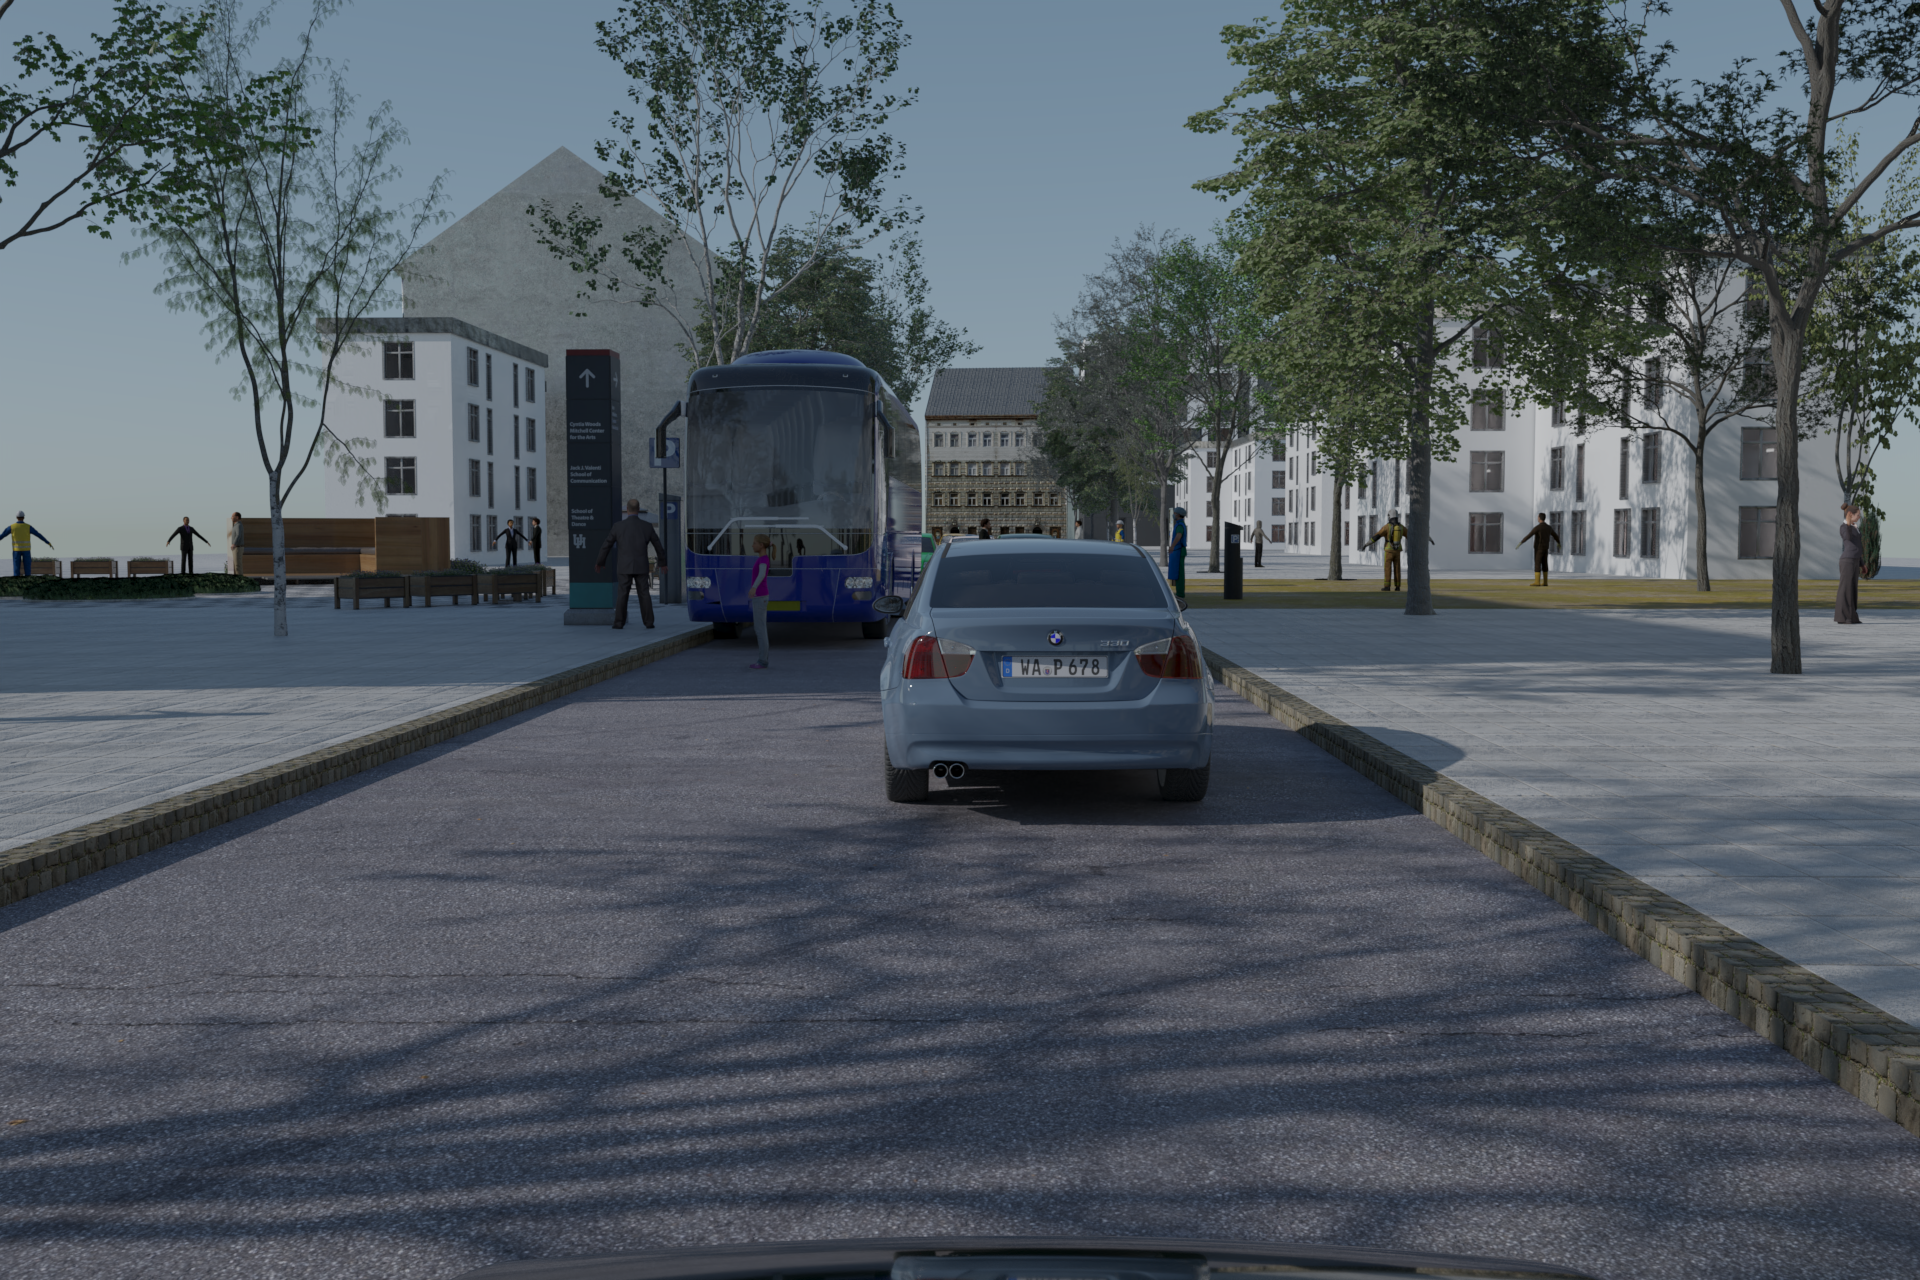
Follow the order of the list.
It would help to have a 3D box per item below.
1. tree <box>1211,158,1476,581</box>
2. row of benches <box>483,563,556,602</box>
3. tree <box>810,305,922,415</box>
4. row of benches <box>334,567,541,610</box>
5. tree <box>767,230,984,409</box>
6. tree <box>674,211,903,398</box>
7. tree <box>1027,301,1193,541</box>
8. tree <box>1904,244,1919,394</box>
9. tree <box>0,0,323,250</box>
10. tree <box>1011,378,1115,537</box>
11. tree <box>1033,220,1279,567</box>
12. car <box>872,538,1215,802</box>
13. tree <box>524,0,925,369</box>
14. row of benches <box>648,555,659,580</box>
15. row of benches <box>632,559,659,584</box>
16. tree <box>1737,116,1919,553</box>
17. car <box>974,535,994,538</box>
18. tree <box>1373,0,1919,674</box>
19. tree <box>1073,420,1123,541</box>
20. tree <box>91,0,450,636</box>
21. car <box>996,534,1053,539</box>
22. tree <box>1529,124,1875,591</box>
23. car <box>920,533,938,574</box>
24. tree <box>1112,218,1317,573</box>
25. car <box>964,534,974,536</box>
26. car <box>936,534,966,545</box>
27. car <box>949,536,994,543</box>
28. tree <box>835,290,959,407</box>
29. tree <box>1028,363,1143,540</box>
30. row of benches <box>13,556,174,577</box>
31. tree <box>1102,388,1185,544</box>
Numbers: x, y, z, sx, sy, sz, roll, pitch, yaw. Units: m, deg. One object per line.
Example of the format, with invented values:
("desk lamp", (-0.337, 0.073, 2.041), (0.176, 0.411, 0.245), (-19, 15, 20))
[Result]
("tree", (10.564, -7.454, 47.626), (9.928, 11.665, 9.643), (0, 3, 0))
("row of benches", (-8.803, -1.186, 34.862), (1.422, 0.672, 4.104), (0, 4, -2))
("tree", (-6.621, -11.471, 94.208), (9.857, 13.997, 8.962), (0, 3, 0))
("row of benches", (-9.338, -0.948, 30.959), (1.422, 0.672, 4.104), (3, 4, 37))
("tree", (-5.309, -15.407, 107.796), (12.611, 20.169, 13.585), (0, 3, 0))
("tree", (-6.823, -9.989, 69.976), (9.857, 13.997, 8.962), (0, 3, 0))
("tree", (8.581, -11.608, 96.449), (9.857, 13.997, 8.962), (0, 3, 0))
("tree", (23.743, -5.459, 39.622), (4.737, 8.622, 4.395), (0, 3, 0))
("tree", (-8.583, -5.358, 13.362), (9.928, 11.665, 9.643), (0, 3, 0))
("tree", (8.941, -13.690, 134.200), (12.009, 13.543, 11.850), (0, 3, 0))
("tree", (7.964, -9.630, 67.817), (12.009, 13.543, 11.850), (0, 3, 0))
("car", (0.451, 0.088, 10.566), (2.014, 1.417, 4.499), (0, 4, 0))
("tree", (-7.080, -12.144, 54.436), (12.611, 20.169, 13.585), (0, 3, 0))
("row of benches", (-8.275, -2.037, 48.764), (1.422, 0.672, 4.104), (-1, 4, -21))
("row of benches", (-7.750, -1.759, 44.218), (4.104, 0.672, 1.422), (-2, 4, -32))
("tree", (16.352, -4.947, 31.241), (4.737, 8.622, 4.395), (0, 3, 0))
("car", (1.256, -5.271, 98.542), (2.083, 1.381, 4.827), (0, 4, 1))
("tree", (7.278, -4.966, 15.602), (7.601, 10.594, 8.767), (-1, 4, -12))
("tree", (9.078, -9.639, 107.955), (4.737, 8.622, 4.395), (0, 3, 0))
("tree", (-8.663, -4.370, 21.818), (4.360, 8.622, 3.978), (0, 3, 0))
("car", (1.426, -1.609, 38.109), (2.131, 1.459, 4.920), (0, 4, 0))
("tree", (16.362, -6.375, 38.652), (7.601, 10.594, 8.767), (1, 4, 18))
("car", (-1.335, -2.215, 45.011), (1.959, 1.807, 4.718), (0, 4, 1))
("tree", (8.527, -8.023, 56.929), (9.928, 11.665, 9.643), (0, 3, 0))
("car", (0.443, -6.004, 110.173), (2.014, 1.417, 4.499), (0, 4, 1))
("car", (-0.295, -4.812, 88.905), (2.015, 1.641, 3.980), (0, 4, 1))
("car", (0.379, -2.371, 51.126), (2.083, 1.381, 4.827), (0, 4, 0))
("tree", (-7.305, -16.841, 131.235), (12.611, 20.169, 13.585), (0, 3, 0))
("tree", (9.265, -12.833, 120.190), (12.009, 13.543, 11.850), (0, 3, 0))
("row of benches", (-23.876, -1.966, 47.602), (4.104, 0.672, 1.422), (-1, 4, -11))
("tree", (8.772, -8.401, 87.715), (4.360, 8.622, 3.978), (0, 3, 0))
